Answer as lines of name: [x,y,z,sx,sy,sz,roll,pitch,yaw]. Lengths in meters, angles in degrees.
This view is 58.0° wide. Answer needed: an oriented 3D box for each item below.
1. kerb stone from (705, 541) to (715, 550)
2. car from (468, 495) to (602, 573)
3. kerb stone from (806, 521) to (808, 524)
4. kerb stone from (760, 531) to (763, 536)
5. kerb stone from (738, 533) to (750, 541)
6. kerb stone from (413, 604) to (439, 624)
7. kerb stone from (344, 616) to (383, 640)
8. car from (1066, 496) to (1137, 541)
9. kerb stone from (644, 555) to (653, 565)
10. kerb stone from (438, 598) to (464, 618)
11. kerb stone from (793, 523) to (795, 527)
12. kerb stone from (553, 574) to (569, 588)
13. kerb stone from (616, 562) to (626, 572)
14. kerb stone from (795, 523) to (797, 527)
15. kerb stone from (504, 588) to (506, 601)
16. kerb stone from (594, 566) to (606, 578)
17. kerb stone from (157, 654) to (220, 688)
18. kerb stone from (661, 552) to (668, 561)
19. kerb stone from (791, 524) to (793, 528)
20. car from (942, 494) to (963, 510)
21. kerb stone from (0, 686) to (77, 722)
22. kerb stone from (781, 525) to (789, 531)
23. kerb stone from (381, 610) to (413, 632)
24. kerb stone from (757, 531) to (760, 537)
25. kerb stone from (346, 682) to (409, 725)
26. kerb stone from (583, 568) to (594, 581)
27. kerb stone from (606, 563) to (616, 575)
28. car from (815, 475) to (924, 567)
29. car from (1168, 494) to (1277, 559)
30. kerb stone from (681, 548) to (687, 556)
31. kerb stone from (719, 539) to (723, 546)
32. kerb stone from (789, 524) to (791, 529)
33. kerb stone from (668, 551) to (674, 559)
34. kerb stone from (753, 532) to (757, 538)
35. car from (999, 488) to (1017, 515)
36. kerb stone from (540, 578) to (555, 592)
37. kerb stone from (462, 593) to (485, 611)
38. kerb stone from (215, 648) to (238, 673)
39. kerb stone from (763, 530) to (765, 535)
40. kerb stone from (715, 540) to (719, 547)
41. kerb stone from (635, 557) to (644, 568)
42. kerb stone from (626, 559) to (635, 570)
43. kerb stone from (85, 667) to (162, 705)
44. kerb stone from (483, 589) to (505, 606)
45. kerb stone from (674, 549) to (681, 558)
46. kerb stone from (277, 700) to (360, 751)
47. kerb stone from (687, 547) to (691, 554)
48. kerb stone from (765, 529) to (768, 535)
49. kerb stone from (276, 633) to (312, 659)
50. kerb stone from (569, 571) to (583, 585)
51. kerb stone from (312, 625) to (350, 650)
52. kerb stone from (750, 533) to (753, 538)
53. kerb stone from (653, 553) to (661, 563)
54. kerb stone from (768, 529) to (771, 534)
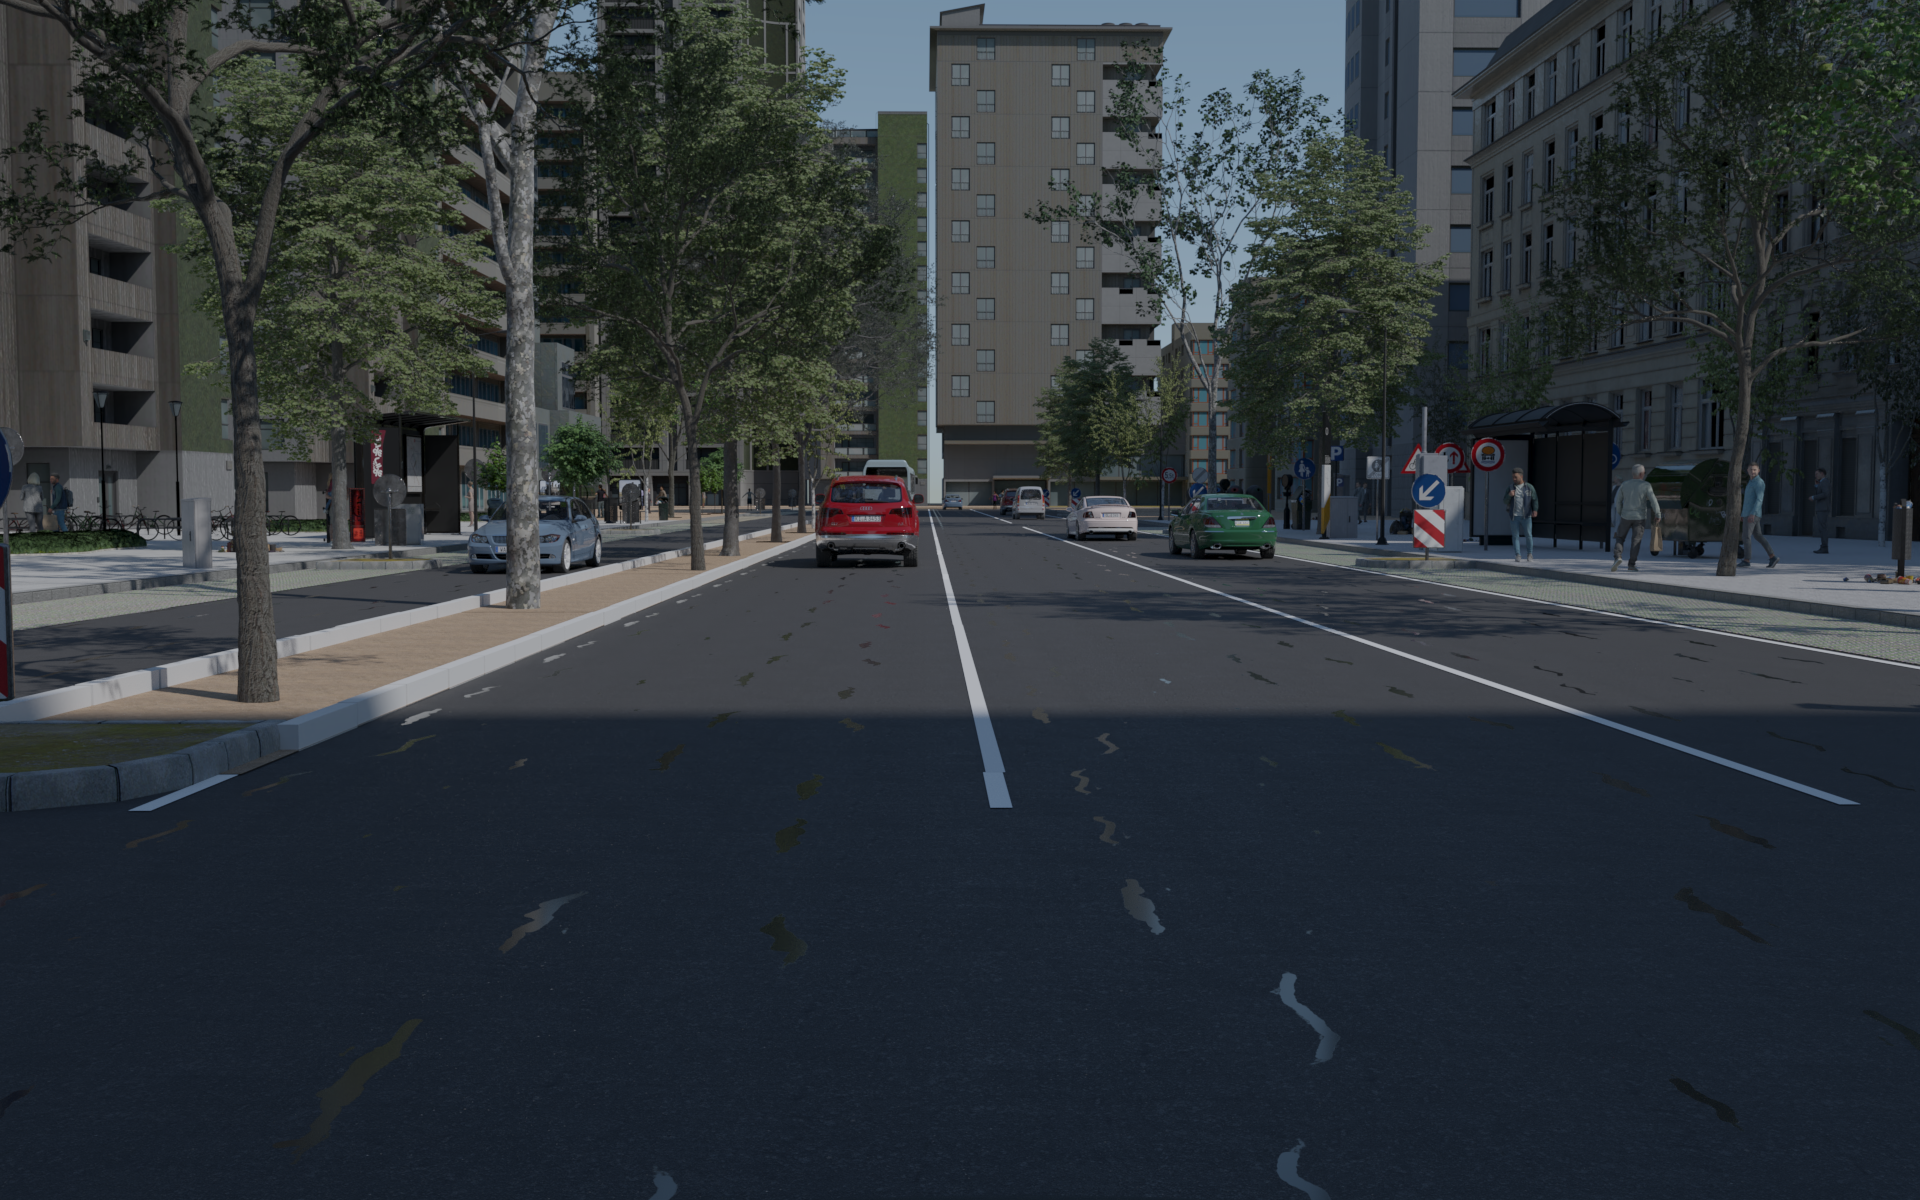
kerb stone: [-6.563,-1.394,44.991,0.120,0.150,1.000,0,4,-1]
car: [-7.989,-1.279,32.908,2.014,1.417,4.499,0,4,0]
kerb stone: [-7.339,-3.713,82.908,0.120,0.150,1.000,0,4,-1]
kerb stone: [-6.839,-2.208,58.301,0.120,0.150,1.000,0,4,-1]
kerb stone: [-6.757,-1.958,54.205,0.120,0.150,1.000,0,4,-1]
kerb stone: [-6.046,0.180,19.344,0.120,0.150,1.000,0,4,-1]
kerb stone: [-6.004,0.300,17.285,0.120,0.150,1.000,0,4,-1]
car: [4.446,-2.582,54.585,2.083,1.381,4.827,0,4,-3]
kerb stone: [-6.352,-0.767,34.732,0.120,0.150,1.000,0,4,-1]
kerb stone: [-6.060,0.115,20.381,0.120,0.150,1.000,0,4,-1]
kerb stone: [-7.125,-3.086,72.655,0.120,0.150,1.000,0,4,-1]
kerb stone: [-6.194,-0.264,26.534,0.120,0.150,1.000,0,4,-1]
kerb stone: [-6.297,-0.579,31.665,0.120,0.150,1.000,0,4,-1]
kerb stone: [-7.148,-3.149,73.682,0.120,0.150,1.000,0,4,-1]
kerb stone: [-6.133,-0.077,23.455,0.120,0.150,1.000,0,4,-1]
kerb stone: [-6.254,-0.454,29.614,0.120,0.150,1.000,0,4,-1]
kerb stone: [-5.920,0.552,13.181,0.120,0.150,1.000,0,4,-1]
kerb stone: [-6.398,-0.888,36.780,0.120,0.150,1.000,0,4,-1]
kerb stone: [-7.107,-3.024,71.631,0.120,0.150,1.000,0,4,-1]
car: [-0.697,-8.997,159.107,2.014,1.417,4.499,0,4,-2]
kerb stone: [-5.886,0.682,11.131,0.120,0.150,1.000,0,4,-1]
kerb stone: [-7.067,-2.899,69.586,0.120,0.150,1.000,0,4,-1]
kerb stone: [-6.022,0.238,18.307,0.120,0.150,1.000,0,4,-1]
kerb stone: [-6.818,-2.146,57.278,0.120,0.150,1.000,0,4,-1]
kerb stone: [-3.783,0.674,11.172,0.120,0.150,1.000,0,4,-1]
kerb stone: [-6.233,-0.390,28.585,0.120,0.150,1.000,0,4,-1]
kerb stone: [-6.273,-0.517,30.643,0.120,0.150,1.000,0,4,-1]
car: [-1.873,-1.644,35.556,2.281,1.827,5.304,0,4,-2]
car: [5.982,-1.710,39.753,2.131,1.459,4.920,0,4,-3]
kerb stone: [-6.458,-1.076,39.850,0.120,0.150,1.000,0,4,-1]
kerb stone: [-6.606,-1.517,47.035,0.120,0.150,1.000,0,4,-1]
kerb stone: [-7.094,-2.961,70.608,0.120,0.150,1.000,0,4,-1]
kerb stone: [-6.424,-0.954,37.806,0.120,0.150,1.000,0,4,-1]
kerb stone: [-6.795,-2.083,56.255,0.120,0.150,1.000,0,4,-1]
car: [3.798,-6.719,118.525,2.281,1.827,5.304,0,4,-1]
kerb stone: [-6.169,-0.202,25.499,0.120,0.150,1.000,0,4,-1]
kerb stone: [-6.091,0.050,21.403,0.120,0.150,1.000,0,4,-1]
kerb stone: [-5.942,0.489,14.207,0.120,0.150,1.000,0,4,-1]
kerb stone: [-6.864,-2.271,59.325,0.120,0.150,1.000,0,4,-1]
kerb stone: [-6.585,-1.457,46.013,0.120,0.150,1.000,0,4,-1]
kerb stone: [-6.333,-0.704,33.709,0.120,0.150,1.000,0,4,-1]
kerb stone: [-6.323,-0.633,32.688,0.120,0.150,1.000,0,4,-1]
kerb stone: [-5.904,0.614,12.156,0.120,0.150,1.000,0,4,-1]
kerb stone: [-6.104,-0.014,22.430,0.120,0.150,1.000,0,4,-1]
kerb stone: [-6.439,-1.016,38.828,0.120,0.150,1.000,0,4,-1]
kerb stone: [-3.752,0.737,10.138,0.120,0.150,1.000,0,4,-1]
kerb stone: [-6.482,-1.140,40.877,0.120,0.150,1.000,0,4,-1]
kerb stone: [-6.875,-2.334,60.351,0.120,0.150,1.000,0,4,-1]
kerb stone: [-5.962,0.426,15.238,0.120,0.150,1.000,0,4,-1]
kerb stone: [-6.204,-0.328,27.556,0.120,0.150,1.000,0,4,-1]
kerb stone: [-5.976,0.369,16.263,0.120,0.150,1.000,0,4,-1]
kerb stone: [-6.778,-2.020,55.227,0.120,0.150,1.000,0,4,-1]
kerb stone: [-6.370,-0.829,35.754,0.120,0.150,1.000,0,4,-1]
kerb stone: [-6.904,-2.395,61.373,0.120,0.150,1.000,0,4,-1]
